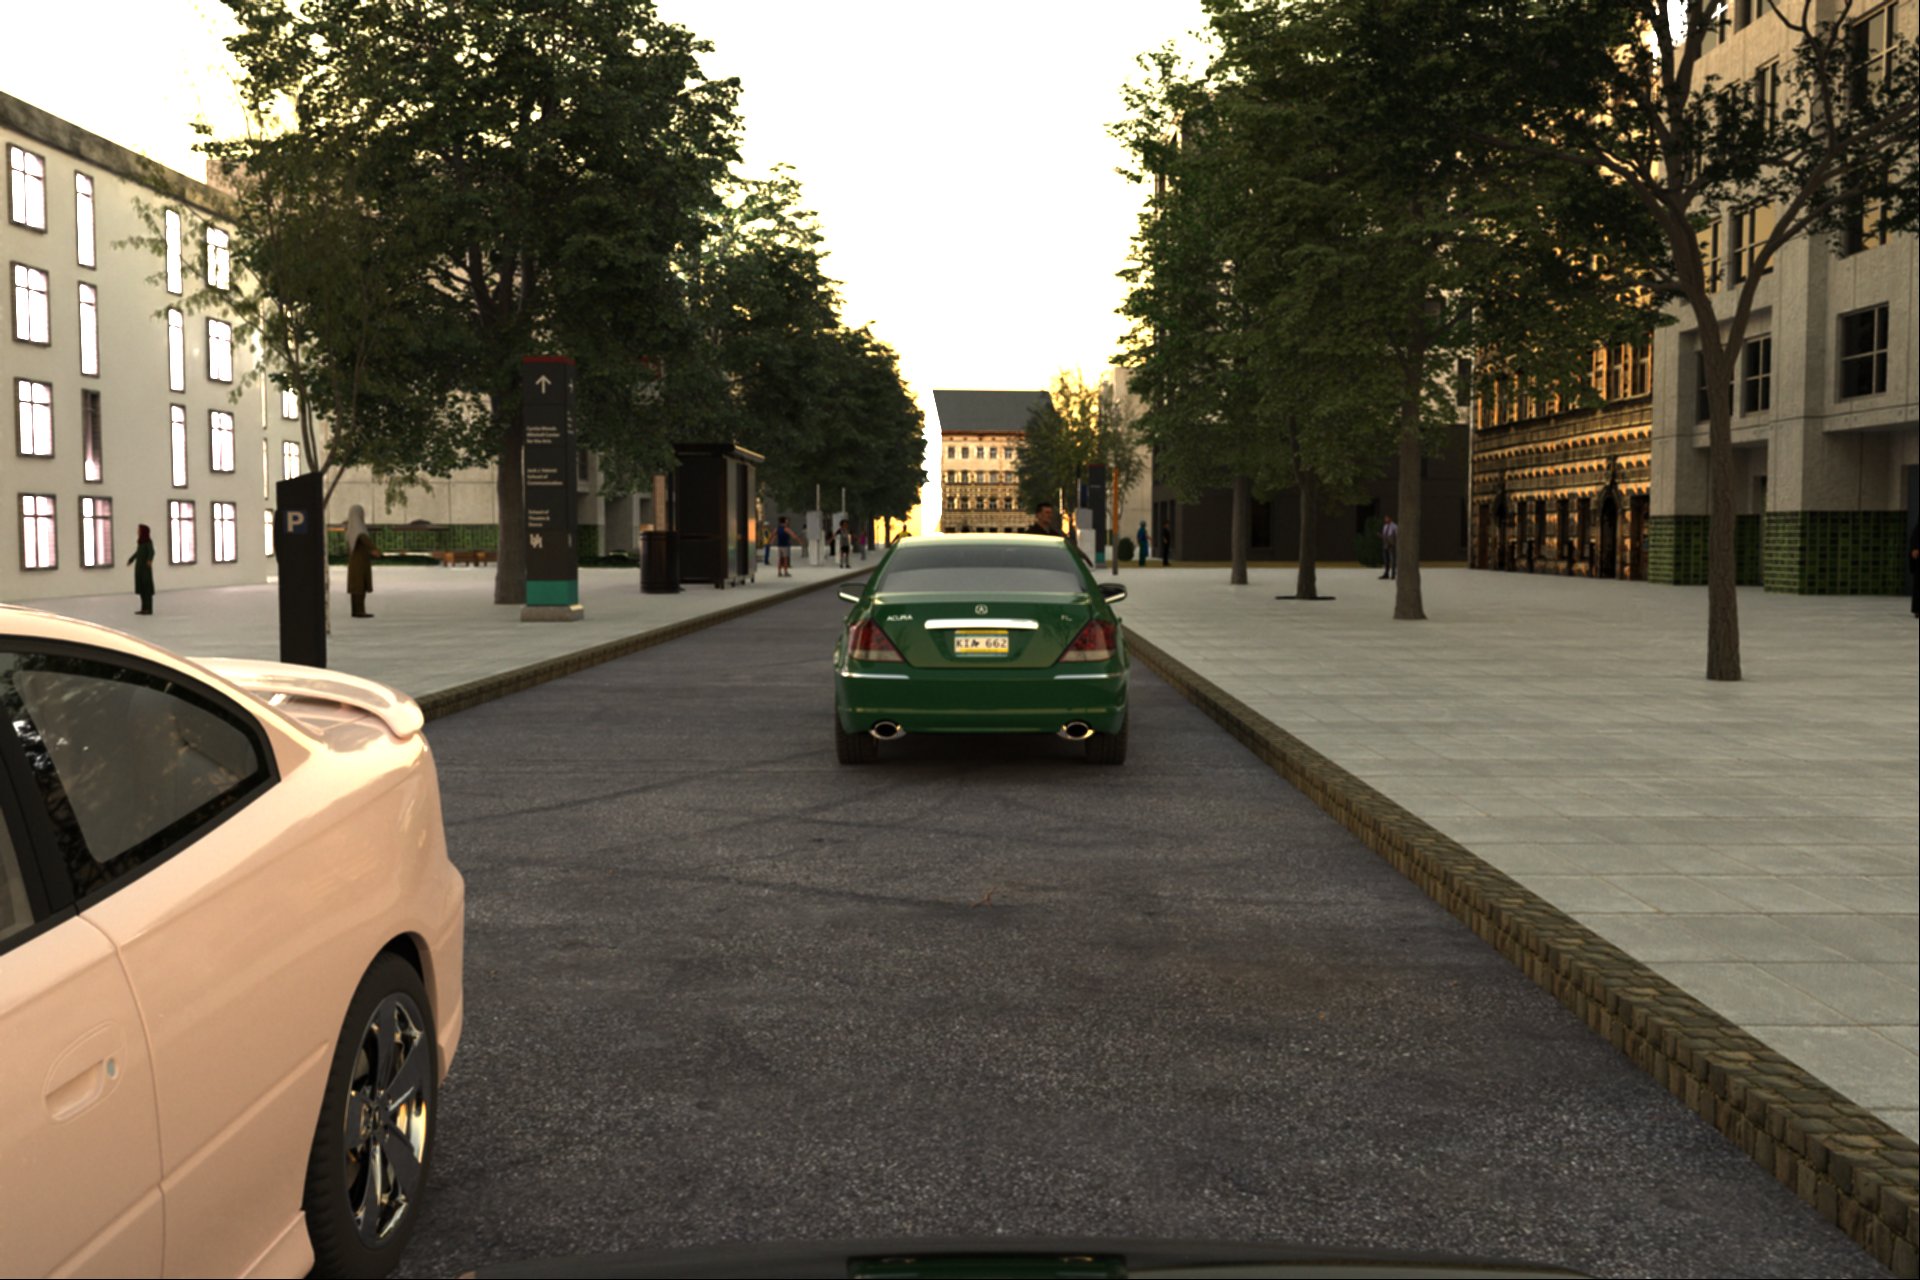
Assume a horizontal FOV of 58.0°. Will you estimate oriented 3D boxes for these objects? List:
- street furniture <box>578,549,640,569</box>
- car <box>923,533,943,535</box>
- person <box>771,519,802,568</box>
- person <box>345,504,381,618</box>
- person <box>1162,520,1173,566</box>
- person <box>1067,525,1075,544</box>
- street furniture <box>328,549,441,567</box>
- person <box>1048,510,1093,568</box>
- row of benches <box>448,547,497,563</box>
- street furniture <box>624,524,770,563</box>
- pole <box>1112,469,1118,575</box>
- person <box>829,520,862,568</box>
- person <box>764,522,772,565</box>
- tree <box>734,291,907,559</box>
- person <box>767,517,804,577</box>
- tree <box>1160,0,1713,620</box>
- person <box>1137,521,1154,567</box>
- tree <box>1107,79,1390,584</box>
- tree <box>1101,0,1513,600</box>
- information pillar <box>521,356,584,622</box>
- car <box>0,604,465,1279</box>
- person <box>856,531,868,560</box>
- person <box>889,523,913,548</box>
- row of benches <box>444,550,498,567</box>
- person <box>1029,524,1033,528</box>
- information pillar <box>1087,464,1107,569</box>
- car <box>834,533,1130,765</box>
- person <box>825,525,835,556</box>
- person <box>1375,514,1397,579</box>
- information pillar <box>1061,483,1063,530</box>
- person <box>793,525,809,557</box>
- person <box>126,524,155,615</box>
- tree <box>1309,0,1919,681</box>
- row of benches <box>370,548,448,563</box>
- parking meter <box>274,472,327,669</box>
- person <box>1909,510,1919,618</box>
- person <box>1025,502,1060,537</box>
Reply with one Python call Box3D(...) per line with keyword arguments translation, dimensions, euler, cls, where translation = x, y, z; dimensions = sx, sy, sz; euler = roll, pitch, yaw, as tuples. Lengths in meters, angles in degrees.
Box3D(translation=(-11.801, -3.166, 67.393), dimensions=(5.734, 0.657, 10.072), euler=(0, 4, -2), cls="street furniture")
Box3D(translation=(-0.914, -3.830, 71.414), dimensions=(1.959, 1.807, 4.718), euler=(0, 4, 1), cls="car")
Box3D(translation=(-6.575, -3.643, 65.414), dimensions=(1.347, 1.847, 0.705), euler=(-2, 4, -34), cls="person")
Box3D(translation=(-9.211, -1.223, 26.769), dimensions=(0.721, 1.736, 1.217), euler=(-3, 4, -36), cls="person")
Box3D(translation=(8.379, -3.927, 70.147), dimensions=(0.705, 1.837, 1.347), euler=(1, 4, 18), cls="person")
Box3D(translation=(6.629, -5.806, 101.199), dimensions=(1.348, 1.796, 0.705), euler=(-1, 4, -12), cls="person")
Box3D(translation=(-26.112, -3.322, 69.934), dimensions=(10.072, 0.657, 5.734), euler=(-1, 4, -10), cls="street furniture")
Box3D(translation=(1.530, -1.167, 27.668), dimensions=(1.348, 1.813, 0.705), euler=(3, 5, 42), cls="person")
Box3D(translation=(-22.267, -3.900, 79.233), dimensions=(1.422, 0.672, 4.104), euler=(1, 4, 11), cls="row of benches")
Box3D(translation=(-13.573, -4.499, 80.415), dimensions=(9.812, 1.723, 11.010), euler=(0, 4, 0), cls="street furniture")
Box3D(translation=(4.850, -3.684, 54.081), dimensions=(0.158, 3.312, 0.155), euler=(0, 3, 0), cls="pole")
Box3D(translation=(-4.337, -3.611, 65.184), dimensions=(1.345, 1.843, 0.704), euler=(-2, 4, -28), cls="person")
Box3D(translation=(-7.926, -4.003, 71.913), dimensions=(0.721, 1.772, 1.216), euler=(0, 4, -5), cls="person")
Box3D(translation=(-7.174, -11.091, 87.995), dimensions=(9.857, 13.997, 8.962), euler=(0, 3, 0), cls="tree")
Box3D(translation=(-5.304, -2.811, 52.127), dimensions=(1.345, 1.807, 0.704), euler=(2, 4, 31), cls="person")
Box3D(translation=(6.826, -6.557, 25.333), dimensions=(7.486, 12.596, 7.792), euler=(0, 3, 0), cls="tree")
Box3D(translation=(7.264, -3.811, 68.440), dimensions=(0.704, 1.817, 1.347), euler=(-1, 4, -19), cls="person")
Box3D(translation=(7.350, -7.673, 43.573), dimensions=(7.486, 12.596, 7.792), euler=(0, 3, 0), cls="tree")
Box3D(translation=(6.715, -6.596, 33.607), dimensions=(9.928, 11.665, 9.643), euler=(0, 3, 0), cls="tree")
Box3D(translation=(-6.043, -2.215, 25.589), dimensions=(0.750, 3.857, 0.750), euler=(0, 4, 1), cls="information pillar")
Box3D(translation=(-2.033, 0.634, 2.003), dimensions=(2.083, 1.381, 4.827), euler=(0, 4, 1), cls="car")
Box3D(translation=(-4.833, -4.667, 85.565), dimensions=(0.599, 1.433, 0.991), euler=(-3, 5, -40), cls="person")
Box3D(translation=(-2.081, -3.500, 65.656), dimensions=(1.349, 1.833, 0.705), euler=(1, 4, 18), cls="person")
Box3D(translation=(-18.606, -3.282, 69.118), dimensions=(1.422, 0.672, 4.104), euler=(3, 5, 41), cls="row of benches")
Box3D(translation=(3.820, -5.312, 93.072), dimensions=(0.704, 1.802, 1.346), euler=(2, 4, 27), cls="person")
Box3D(translation=(5.069, -4.590, 64.426), dimensions=(0.750, 3.857, 0.750), euler=(0, 4, 0), cls="information pillar")
Box3D(translation=(0.155, -0.025, 12.200), dimensions=(2.131, 1.459, 4.920), euler=(0, 4, 1), cls="car")
Box3D(translation=(-7.585, -5.902, 102.681), dimensions=(0.705, 1.806, 1.347), euler=(-3, 5, -40), cls="person")
Box3D(translation=(12.047, -2.635, 48.988), dimensions=(0.599, 1.838, 0.709), euler=(-2, 4, -28), cls="person")
Box3D(translation=(4.644, -5.360, 78.991), dimensions=(0.183, 3.616, 0.504), euler=(0, 4, -1), cls="information pillar")
Box3D(translation=(-8.557, -5.459, 95.440), dimensions=(1.347, 1.806, 0.705), euler=(-3, 4, -36), cls="person")
Box3D(translation=(-13.068, -1.125, 27.613), dimensions=(0.599, 1.438, 0.989), euler=(-3, 5, -44), cls="person")
Box3D(translation=(6.930, -4.942, 15.209), dimensions=(8.767, 10.594, 7.601), euler=(2, 4, 32), cls="tree")
Box3D(translation=(-24.708, -3.713, 76.176), dimensions=(4.104, 0.672, 1.422), euler=(-1, 4, -8), cls="row of benches")
Box3D(translation=(-6.249, -0.654, 16.400), dimensions=(0.399, 1.863, 0.255), euler=(0, 4, 0), cls="parking meter")
Box3D(translation=(14.787, -1.196, 26.344), dimensions=(1.214, 1.737, 0.721), euler=(-3, 4, -36), cls="person")
Box3D(translation=(1.032, -0.755, 20.936), dimensions=(1.346, 1.812, 0.704), euler=(-3, 5, -41), cls="person")
